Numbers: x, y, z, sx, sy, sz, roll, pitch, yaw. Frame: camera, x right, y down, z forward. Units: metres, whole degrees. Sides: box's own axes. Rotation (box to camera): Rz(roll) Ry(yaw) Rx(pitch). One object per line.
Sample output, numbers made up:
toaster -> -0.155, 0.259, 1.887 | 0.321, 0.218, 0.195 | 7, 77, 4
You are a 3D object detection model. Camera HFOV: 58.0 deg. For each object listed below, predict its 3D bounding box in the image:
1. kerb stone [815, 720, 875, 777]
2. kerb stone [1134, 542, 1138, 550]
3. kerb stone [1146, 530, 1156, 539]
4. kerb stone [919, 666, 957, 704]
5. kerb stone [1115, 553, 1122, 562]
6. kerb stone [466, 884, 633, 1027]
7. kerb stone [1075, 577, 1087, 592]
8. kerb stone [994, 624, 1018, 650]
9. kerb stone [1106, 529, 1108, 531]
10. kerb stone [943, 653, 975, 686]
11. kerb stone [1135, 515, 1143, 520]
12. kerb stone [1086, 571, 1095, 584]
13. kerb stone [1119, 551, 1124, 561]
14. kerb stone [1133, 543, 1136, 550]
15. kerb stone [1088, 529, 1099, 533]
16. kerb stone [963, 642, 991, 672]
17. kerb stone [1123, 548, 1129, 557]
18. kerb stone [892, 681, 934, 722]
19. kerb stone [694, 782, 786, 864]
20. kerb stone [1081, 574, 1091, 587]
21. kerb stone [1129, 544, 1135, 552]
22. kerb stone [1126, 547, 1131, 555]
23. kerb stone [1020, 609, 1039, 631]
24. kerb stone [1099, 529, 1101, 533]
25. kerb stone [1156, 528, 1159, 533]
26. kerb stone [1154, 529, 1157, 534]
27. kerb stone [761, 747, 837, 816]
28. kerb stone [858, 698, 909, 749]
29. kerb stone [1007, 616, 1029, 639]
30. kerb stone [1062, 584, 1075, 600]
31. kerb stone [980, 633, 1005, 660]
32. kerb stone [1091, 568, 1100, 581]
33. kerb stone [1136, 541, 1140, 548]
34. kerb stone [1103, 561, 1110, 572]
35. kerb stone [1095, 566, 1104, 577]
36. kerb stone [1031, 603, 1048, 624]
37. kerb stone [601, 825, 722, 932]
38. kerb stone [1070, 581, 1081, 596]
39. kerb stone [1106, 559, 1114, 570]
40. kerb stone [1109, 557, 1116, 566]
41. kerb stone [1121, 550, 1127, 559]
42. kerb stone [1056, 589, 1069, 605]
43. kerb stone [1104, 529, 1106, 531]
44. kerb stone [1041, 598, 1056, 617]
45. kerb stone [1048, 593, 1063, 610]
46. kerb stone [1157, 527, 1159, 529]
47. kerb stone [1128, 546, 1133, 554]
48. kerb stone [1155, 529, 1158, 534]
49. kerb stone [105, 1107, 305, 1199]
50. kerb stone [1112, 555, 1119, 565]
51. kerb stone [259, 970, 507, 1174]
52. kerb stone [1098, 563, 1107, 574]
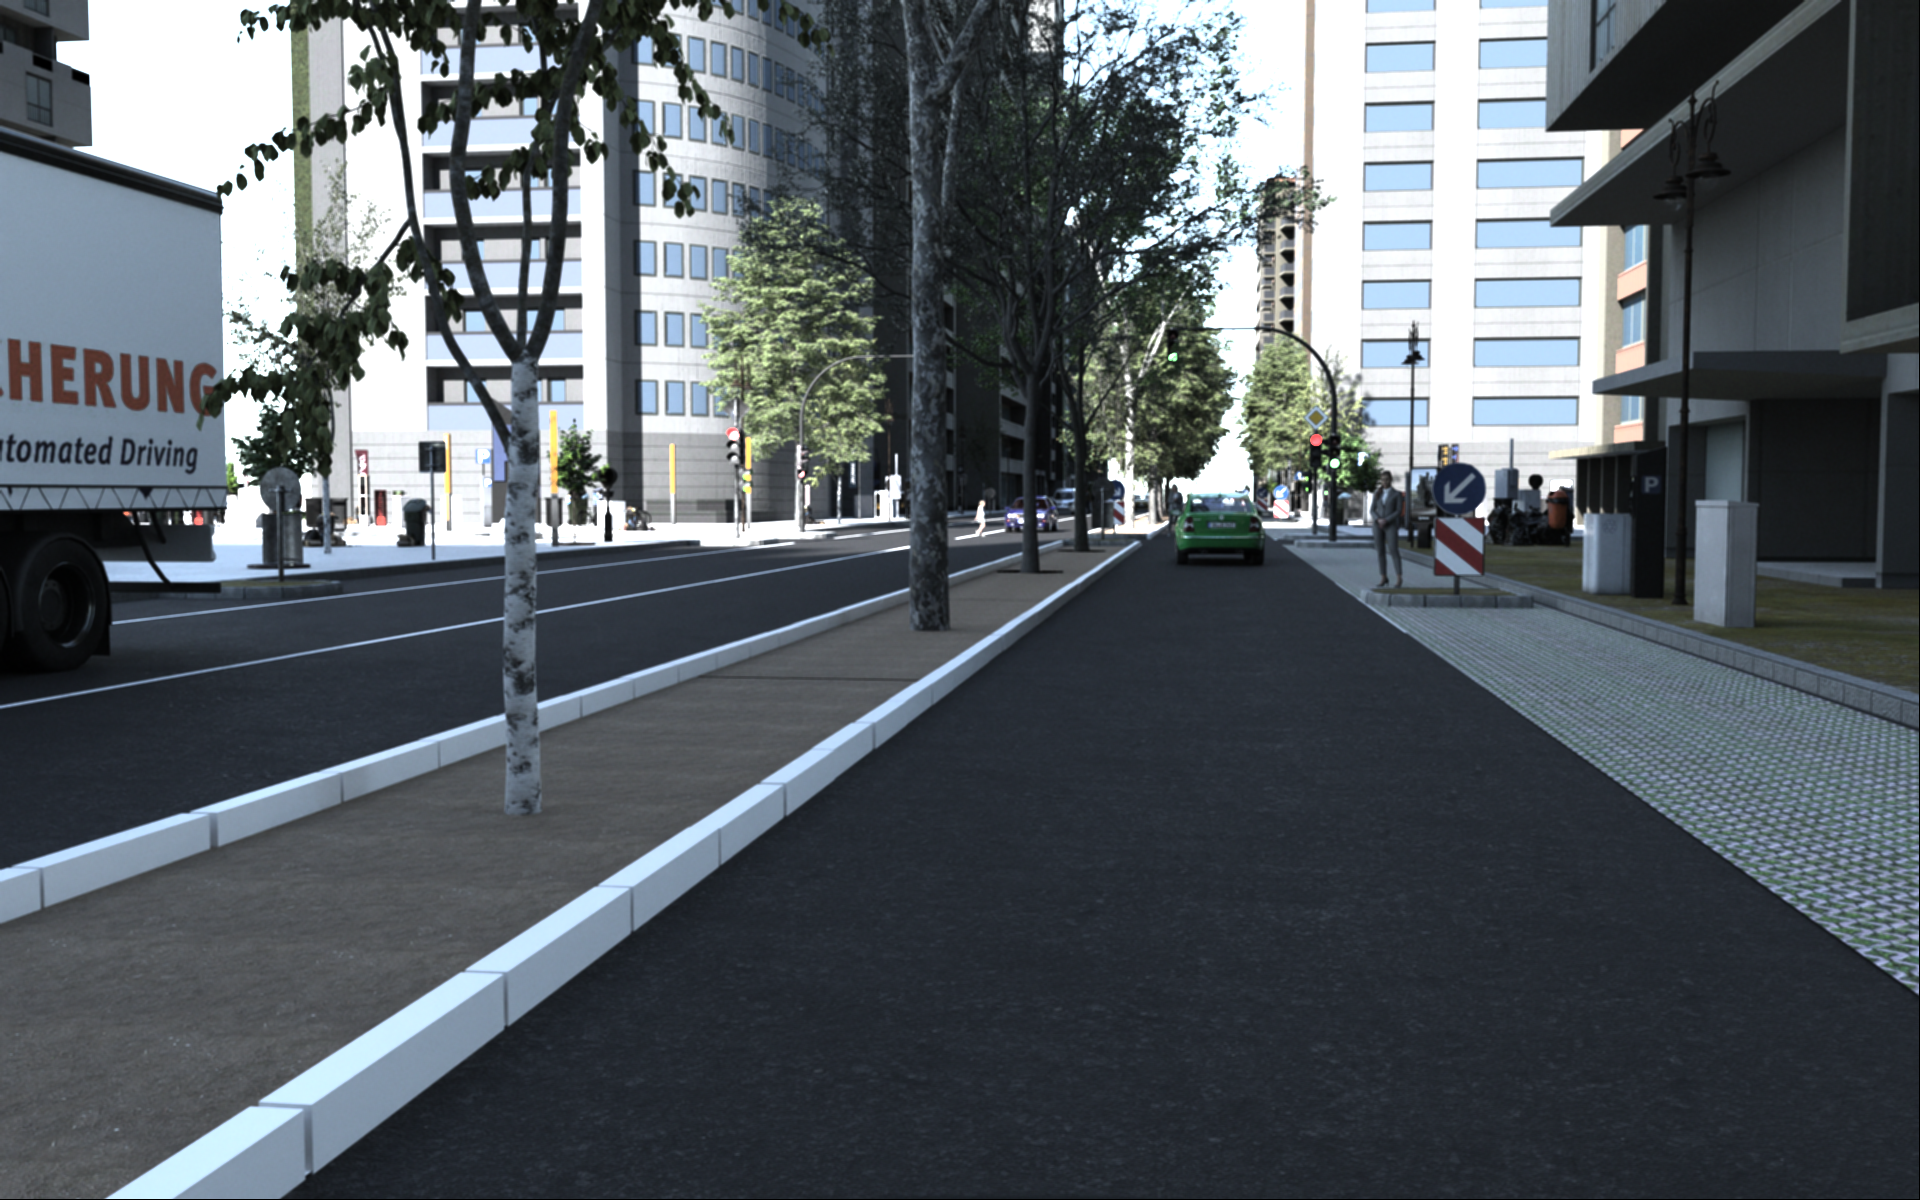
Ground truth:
kerb stone -> -0.620, 0.794, 9.212 | 0.120, 0.150, 1.000 | 1, 4, 8
kerb stone -> 4.359, -1.317, 43.730 | 0.120, 0.150, 1.000 | 1, 4, 8
kerb stone -> 6.326, -2.151, 57.411 | 0.120, 0.150, 1.000 | 1, 4, 8
kerb stone -> -0.173, 0.609, 12.261 | 0.120, 0.150, 1.000 | 1, 4, 8
kerb stone -> 3.184, -0.819, 35.592 | 0.120, 0.150, 1.000 | 1, 4, 8
kerb stone -> -1.204, 1.042, 5.157 | 0.120, 0.150, 1.000 | 1, 4, 8
kerb stone -> 1.732, -0.196, 25.436 | 0.120, 0.150, 1.000 | 1, 4, 8
kerb stone -> 0.411, 0.360, 16.312 | 0.120, 0.150, 1.000 | 1, 4, 8
kerb stone -> 5.427, -2.668, 65.819 | 0.120, 0.150, 1.000 | 1, 4, 8
kerb stone -> -0.028, 0.550, 13.273 | 0.120, 0.150, 1.000 | 1, 4, 8
kerb stone -> 10.251, -4.719, 99.348 | 0.120, 0.150, 1.000 | 1, 4, 8
kerb stone -> 2.013, -0.321, 27.468 | 0.120, 0.150, 1.000 | 1, 4, 8
kerb stone -> 3.327, -0.882, 36.610 | 0.120, 0.150, 1.000 | 1, 4, 8
kerb stone -> 4.209, -1.255, 42.713 | 0.120, 0.150, 1.000 | 1, 4, 8
kerb stone -> 4.687, -2.357, 60.740 | 0.120, 0.150, 1.000 | 1, 4, 8
kerb stone -> 0.116, 0.487, 14.285 | 0.120, 0.150, 1.000 | 1, 4, 8
kerb stone -> 3.624, -1.006, 38.647 | 0.120, 0.150, 1.000 | 1, 4, 8
kerb stone -> -0.322, 0.669, 11.249 | 0.120, 0.150, 1.000 | 1, 4, 8
kerb stone -> -0.911, 0.923, 7.181 | 0.120, 0.150, 1.000 | 1, 4, 8
kerb stone -> 1.868, -0.259, 26.454 | 0.120, 0.150, 1.000 | 1, 4, 8
kerb stone -> 4.067, -1.192, 41.691 | 0.120, 0.150, 1.000 | 1, 4, 8
kerb stone -> 3.773, -1.068, 39.658 | 0.120, 0.150, 1.000 | 1, 4, 8
kerb stone -> 0.699, 0.236, 18.337 | 0.120, 0.150, 1.000 | 1, 4, 8
kerb stone -> 4.834, -2.420, 61.760 | 0.120, 0.150, 1.000 | 1, 4, 8
kerb stone -> 6.775, -2.340, 60.456 | 0.120, 0.150, 1.000 | 1, 4, 8
kerb stone -> 6.477, -2.216, 58.429 | 0.120, 0.150, 1.000 | 1, 4, 8
kerb stone -> -0.759, 0.856, 8.199 | 0.120, 0.150, 1.000 | 1, 4, 8
kerb stone -> -0.463, 0.731, 10.237 | 0.120, 0.150, 1.000 | 1, 4, 8
kerb stone -> 0.550, 0.298, 17.325 | 0.120, 0.150, 1.000 | 1, 4, 8
kerb stone -> 1.423, -0.074, 23.412 | 0.120, 0.150, 1.000 | 1, 4, 8
kerb stone -> 0.257, 0.427, 15.302 | 0.120, 0.150, 1.000 | 1, 4, 8
kerb stone -> 2.164, -0.380, 28.482 | 0.120, 0.150, 1.000 | 1, 4, 8
kerb stone -> 4.510, -1.379, 44.741 | 0.120, 0.150, 1.000 | 1, 4, 8
kerb stone -> 2.600, -0.571, 31.537 | 0.120, 0.150, 1.000 | 1, 4, 8
kerb stone -> 2.311, -0.439, 29.496 | 0.120, 0.150, 1.000 | 1, 4, 8
kerb stone -> 0.852, 0.174, 19.349 | 0.120, 0.150, 1.000 | 1, 4, 8
kerb stone -> -1.057, 0.980, 6.169 | 0.120, 0.150, 1.000 | 1, 4, 8
kerb stone -> 1.572, -0.136, 24.423 | 0.120, 0.150, 1.000 | 1, 4, 8
kerb stone -> 2.750, -0.627, 32.549 | 0.120, 0.150, 1.000 | 1, 4, 8
kerb stone -> 2.892, -0.694, 33.565 | 0.120, 0.150, 1.000 | 1, 4, 8
kerb stone -> 3.490, -0.944, 37.629 | 0.120, 0.150, 1.000 | 1, 4, 8
kerb stone -> 1.280, -0.010, 22.391 | 0.120, 0.150, 1.000 | 1, 4, 8
kerb stone -> 5.279, -2.600, 64.797 | 0.120, 0.150, 1.000 | 1, 4, 8
kerb stone -> 0.994, 0.112, 20.362 | 0.120, 0.150, 1.000 | 1, 4, 8
kerb stone -> 1.134, 0.051, 21.379 | 0.120, 0.150, 1.000 | 1, 4, 8
kerb stone -> 6.916, -2.401, 61.469 | 0.120, 0.150, 1.000 | 1, 4, 8
kerb stone -> 3.918, -1.130, 40.674 | 0.120, 0.150, 1.000 | 1, 4, 8
kerb stone -> 6.623, -2.278, 59.445 | 0.120, 0.150, 1.000 | 1, 4, 8
kerb stone -> -1.498, 1.166, 3.129 | 0.120, 0.150, 1.000 | 1, 4, 8
kerb stone -> 3.036, -0.755, 34.578 | 0.120, 0.150, 1.000 | 1, 4, 8
kerb stone -> -1.350, 1.104, 4.145 | 0.120, 0.150, 1.000 | 1, 4, 8
kerb stone -> 2.457, -0.506, 30.520 | 0.120, 0.150, 1.000 | 1, 4, 8
